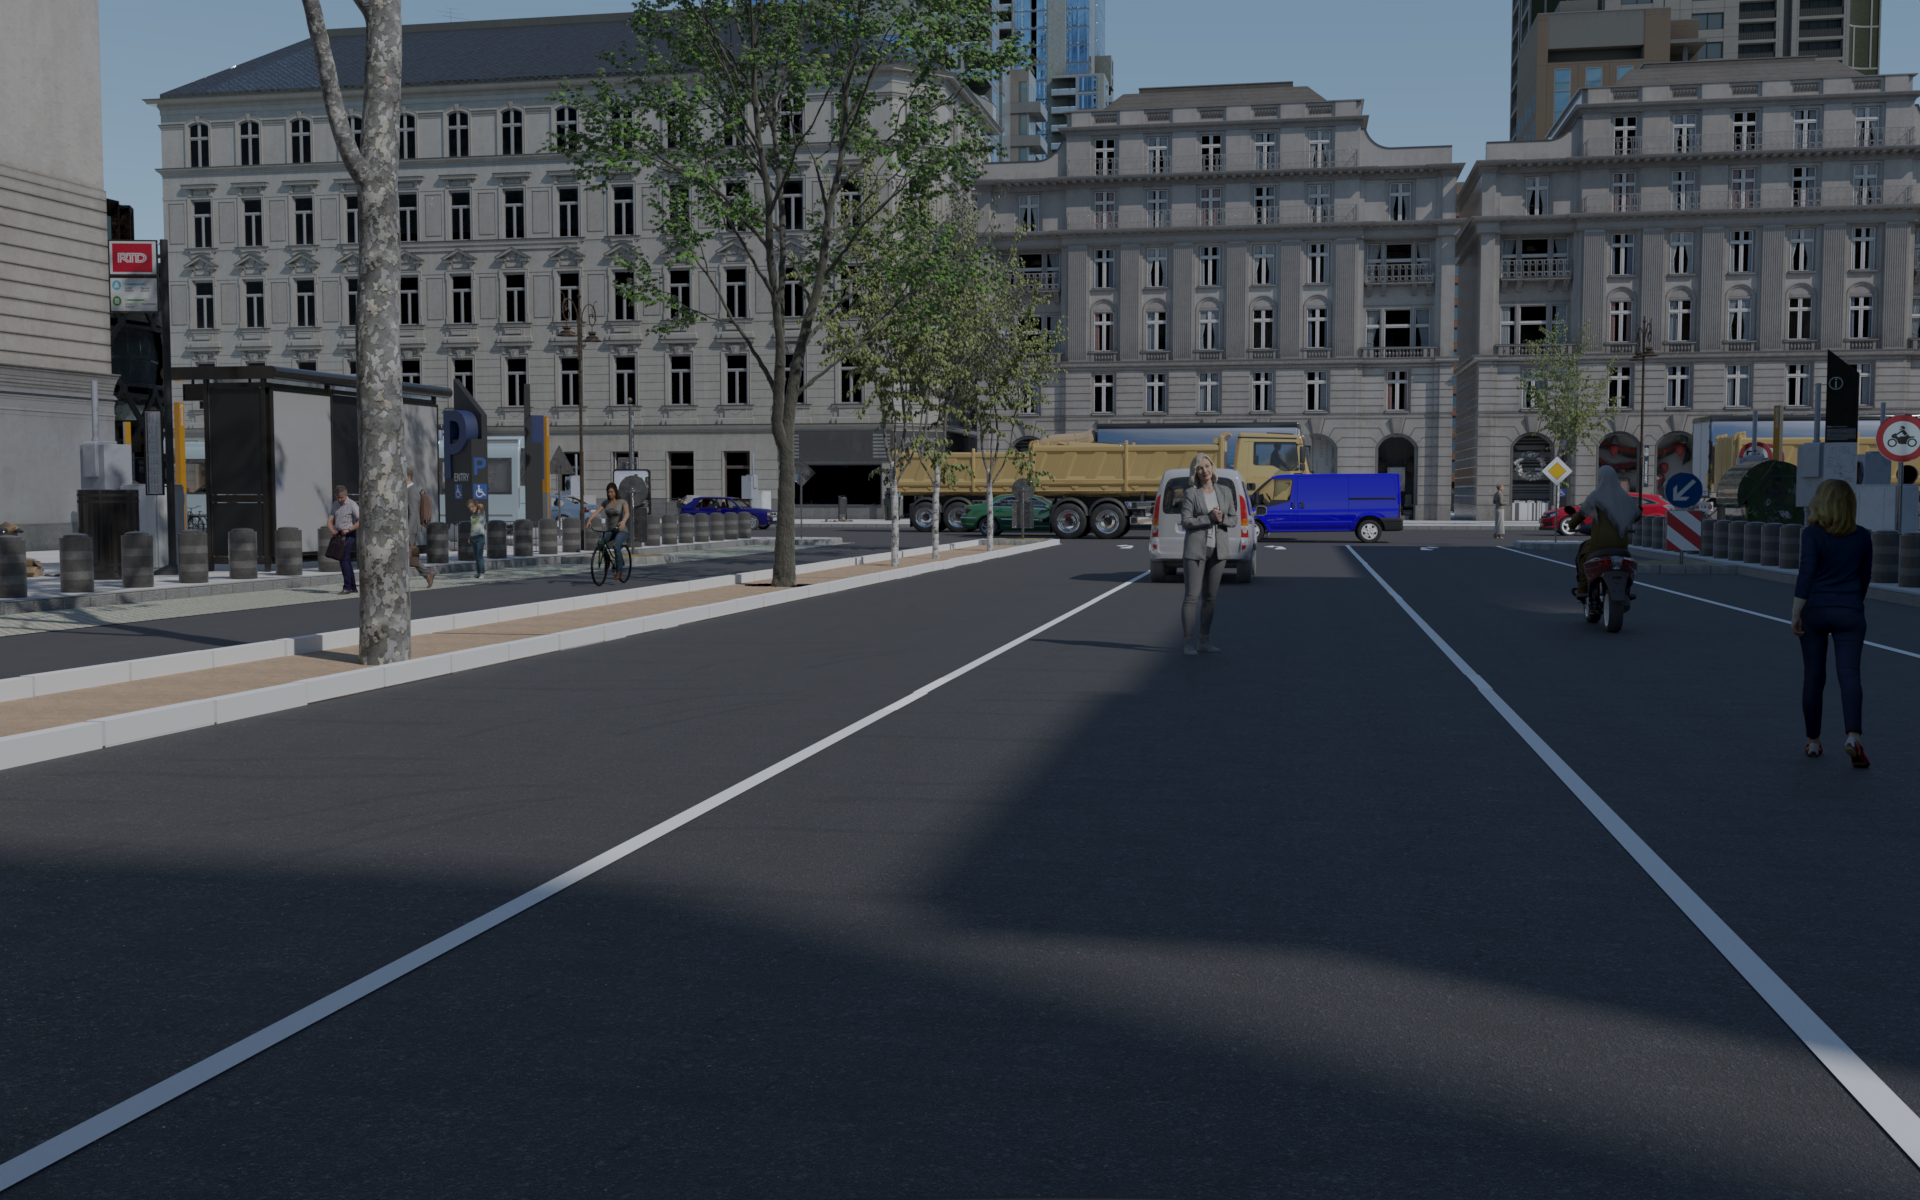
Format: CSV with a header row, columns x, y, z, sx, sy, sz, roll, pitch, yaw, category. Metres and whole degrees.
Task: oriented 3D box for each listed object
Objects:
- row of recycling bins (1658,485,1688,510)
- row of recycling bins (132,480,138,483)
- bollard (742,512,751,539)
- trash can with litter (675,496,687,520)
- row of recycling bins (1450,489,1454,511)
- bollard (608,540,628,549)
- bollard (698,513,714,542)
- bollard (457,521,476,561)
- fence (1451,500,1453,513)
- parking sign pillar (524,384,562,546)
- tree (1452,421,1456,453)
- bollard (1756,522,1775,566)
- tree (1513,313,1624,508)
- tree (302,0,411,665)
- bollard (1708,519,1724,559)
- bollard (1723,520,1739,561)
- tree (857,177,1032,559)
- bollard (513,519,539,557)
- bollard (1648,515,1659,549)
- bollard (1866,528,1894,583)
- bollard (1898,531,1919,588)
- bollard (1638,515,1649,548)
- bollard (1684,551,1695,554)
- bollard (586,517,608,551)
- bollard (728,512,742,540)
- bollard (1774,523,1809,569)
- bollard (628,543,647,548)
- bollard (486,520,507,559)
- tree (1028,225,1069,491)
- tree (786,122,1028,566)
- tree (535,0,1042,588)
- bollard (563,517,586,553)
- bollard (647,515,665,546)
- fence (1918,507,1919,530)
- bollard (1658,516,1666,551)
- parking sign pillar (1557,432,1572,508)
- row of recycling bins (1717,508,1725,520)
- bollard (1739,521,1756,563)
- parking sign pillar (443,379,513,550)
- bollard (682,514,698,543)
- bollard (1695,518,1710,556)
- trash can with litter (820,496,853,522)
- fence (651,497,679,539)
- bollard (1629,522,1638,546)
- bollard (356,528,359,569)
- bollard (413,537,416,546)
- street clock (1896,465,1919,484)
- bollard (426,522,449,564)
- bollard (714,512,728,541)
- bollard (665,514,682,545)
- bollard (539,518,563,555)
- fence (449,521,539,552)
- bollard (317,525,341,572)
x,y,z,sx,sy,sz,roll,pitch,yaw,category
29.996,-4.026,72.939,1.069,1.692,3.534,2,4,29,row of recycling bins
-24.116,-2.448,47.142,3.534,1.692,1.069,-2,4,-32,row of recycling bins
-6.224,-2.155,49.945,0.404,0.777,0.398,0,3,0,bollard
-13.490,-4.362,82.701,1.055,1.170,0.624,0,4,5,trash can with litter
36.305,-7.453,128.967,1.069,1.692,3.534,-3,5,-42,row of recycling bins
-8.076,-1.572,40.427,0.404,0.777,0.398,0,3,0,bollard
-6.921,-1.935,46.361,0.404,0.777,0.398,0,3,0,bollard
-9.462,-1.138,33.317,0.404,0.777,0.398,0,3,0,bollard
32.273,-6.390,115.675,2.264,1.192,0.480,-3,4,-38,fence
-10.611,-3.340,43.079,1.447,3.967,1.447,-1,4,-15,parking sign pillar
39.677,-11.149,132.643,4.360,8.622,3.978,0,3,0,tree
14.558,-0.996,30.994,0.404,0.777,0.398,0,3,0,bollard
24.895,-7.396,71.284,4.737,8.622,4.395,0,3,0,tree
-5.868,-9.584,15.038,12.611,20.169,13.585,0,3,0,tree
15.247,-1.213,34.544,0.404,0.777,0.398,0,3,0,bollard
15.020,-1.140,33.360,0.404,0.777,0.398,0,3,0,bollard
-0.510,-5.222,38.195,4.360,8.622,3.978,0,3,0,tree
-9.003,-1.282,35.684,0.404,0.777,0.398,0,3,0,bollard
16.403,-1.577,40.496,0.404,0.777,0.398,0,3,0,bollard
13.396,-0.632,25.046,0.404,0.777,0.398,0,3,0,bollard
13.163,-0.559,23.863,0.404,0.777,0.398,0,3,0,bollard
16.636,-1.649,41.679,0.404,0.777,0.398,0,3,0,bollard
15.715,-1.358,36.928,0.404,0.777,0.398,0,3,0,bollard
-8.311,-1.500,39.236,0.404,0.777,0.398,0,3,0,bollard
-6.456,-2.081,48.746,0.404,0.777,0.398,0,3,0,bollard
14.327,-0.923,29.811,0.404,0.777,0.398,0,3,0,bollard
-7.843,-1.645,41.612,0.404,0.777,0.398,0,3,0,bollard
-9.232,-1.210,34.500,0.404,0.777,0.398,0,3,0,bollard
0.748,-5.507,42.860,4.737,8.622,4.395,0,3,0,tree
-1.286,-4.942,33.619,4.737,8.622,4.395,0,3,0,tree
-2.631,-5.995,26.231,9.928,11.665,9.643,0,3,0,tree
-8.542,-1.427,38.050,0.404,0.777,0.398,0,3,0,bollard
-7.610,-1.718,42.802,0.404,0.777,0.398,0,3,0,bollard
19.821,-1.524,36.119,2.264,1.192,0.480,-1,4,-22,fence
16.173,-1.504,39.313,0.404,0.777,0.398,0,3,0,bollard
26.229,-5.305,75.202,1.447,3.967,1.447,2,4,26,parking sign pillar
32.375,-3.990,72.346,1.069,1.692,3.534,2,4,33,row of recycling bins
14.788,-1.068,32.177,0.404,0.777,0.398,0,3,0,bollard
-11.428,-3.155,40.052,1.447,3.967,1.447,-3,5,-44,parking sign pillar
-7.154,-1.863,45.169,0.404,0.777,0.398,0,3,0,bollard
15.479,-1.285,35.733,0.404,0.777,0.398,0,3,0,bollard
-5.766,-4.216,79.985,1.678,1.210,2.233,3,5,39,trash can with litter
-8.915,-2.378,50.078,2.264,1.192,0.480,2,4,33,fence
16.869,-1.722,42.863,0.404,0.777,0.398,0,3,0,bollard
-10.159,-0.920,29.756,0.404,0.777,0.398,0,3,0,bollard
-9.924,-0.992,30.938,0.404,0.777,0.398,0,3,0,bollard
23.476,-2.348,42.968,0.471,2.002,0.358,3,4,36,street clock
-9.692,-1.064,32.121,0.404,0.777,0.398,0,3,0,bollard
-6.685,-2.009,47.562,0.404,0.777,0.398,0,3,0,bollard
-7.382,-1.790,43.986,0.404,0.777,0.398,0,3,0,bollard
-8.771,-1.355,36.867,0.404,0.777,0.398,0,3,0,bollard
-10.350,-1.417,38.543,2.069,0.683,0.278,1,4,12,fence
-10.385,-0.847,28.572,0.404,0.777,0.398,0,3,0,bollard
